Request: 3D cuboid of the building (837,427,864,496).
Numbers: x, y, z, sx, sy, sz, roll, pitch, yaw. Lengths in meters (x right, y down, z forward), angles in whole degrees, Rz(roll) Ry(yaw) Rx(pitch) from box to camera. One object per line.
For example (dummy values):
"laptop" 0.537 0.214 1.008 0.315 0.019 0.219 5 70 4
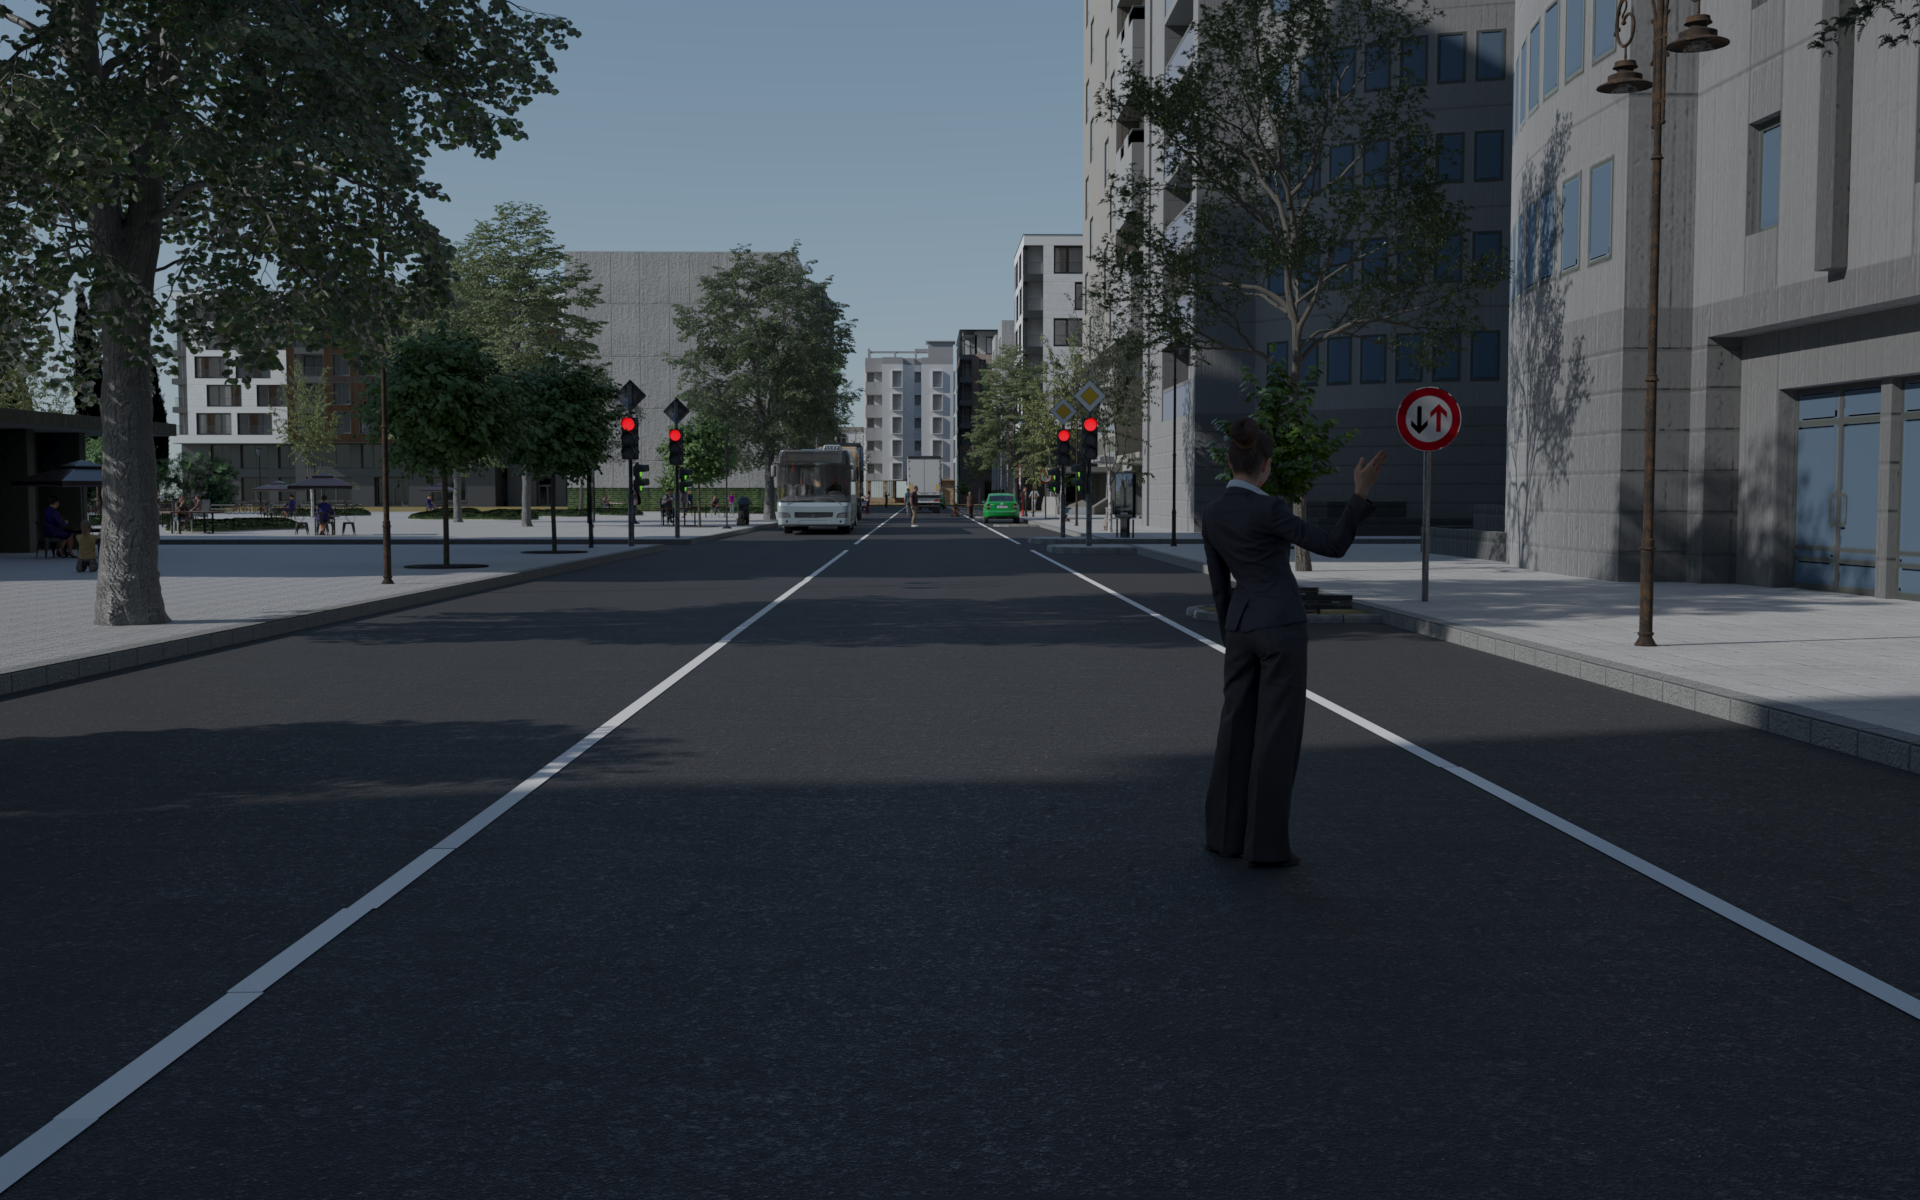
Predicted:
"building" -26.035 -16.792 216.702 28.070 9.664 9.099 0 4 -1

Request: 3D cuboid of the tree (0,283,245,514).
"tree" -57.892 -13.073 115.558 18.604 14.587 13.155 1 4 13

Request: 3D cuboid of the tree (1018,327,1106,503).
"tree" 4.512 -7.738 76.884 4.737 8.622 4.395 0 3 0

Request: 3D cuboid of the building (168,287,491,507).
"building" -63.121 -20.843 184.762 32.646 21.610 27.936 0 4 -1

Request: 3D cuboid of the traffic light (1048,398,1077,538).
"traffic light" 3.002 -3.781 50.738 0.839 4.253 0.868 0 4 -1

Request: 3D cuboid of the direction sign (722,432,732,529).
"direction sign" -8.639 -4.410 64.100 0.379 3.537 0.876 0 4 -1

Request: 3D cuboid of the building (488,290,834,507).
"building" -30.052 -20.853 184.923 32.646 21.610 27.936 0 4 -1

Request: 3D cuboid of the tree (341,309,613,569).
"tree" -9.084 -2.845 30.233 4.285 4.588 4.351 0 3 0

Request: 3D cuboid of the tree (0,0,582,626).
"tree" -8.343 -6.735 16.767 9.857 13.997 8.962 0 3 0

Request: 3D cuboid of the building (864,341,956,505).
"building" -6.378 -22.224 219.785 11.380 20.091 16.016 0 4 -1

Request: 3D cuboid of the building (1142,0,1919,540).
"building" 21.712 -31.733 60.832 28.212 58.520 21.231 0 4 -1

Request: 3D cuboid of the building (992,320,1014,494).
"building" 12.417 -19.471 184.809 16.747 18.905 31.486 0 4 -1

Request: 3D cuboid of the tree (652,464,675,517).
"tree" -16.195 -6.287 97.387 1.663 3.219 1.824 0 3 0

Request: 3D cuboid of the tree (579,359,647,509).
"tree" -26.208 -11.336 119.759 8.767 10.594 7.601 -2 4 -34

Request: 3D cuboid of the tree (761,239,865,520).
"tree" -9.598 -10.966 85.949 9.857 13.997 8.962 0 3 0

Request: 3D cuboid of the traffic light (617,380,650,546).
"traffic light" -8.067 -3.277 42.500 0.839 4.253 0.868 0 4 -1

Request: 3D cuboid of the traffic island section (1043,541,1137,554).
"traffic island section" 3.212 -1.259 42.869 2.009 0.180 2.903 0 4 -1

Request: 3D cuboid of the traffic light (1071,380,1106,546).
"traffic light" 3.172 -3.293 42.754 0.839 4.253 0.868 0 4 -1

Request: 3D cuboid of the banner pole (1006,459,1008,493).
"banner pole" 3.334 -8.123 122.822 0.401 3.779 0.863 -1 4 -9

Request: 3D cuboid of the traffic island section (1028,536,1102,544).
"traffic island section" 3.042 -1.747 50.852 2.009 0.180 2.903 0 4 -1

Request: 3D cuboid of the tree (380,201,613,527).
"tree" -17.512 -9.160 67.893 7.486 12.596 7.792 0 3 0

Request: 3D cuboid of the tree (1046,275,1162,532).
"tree" 4.987 -6.567 57.725 4.360 8.622 3.978 0 3 0

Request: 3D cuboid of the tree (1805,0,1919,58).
"tree" 6.411 -4.463 7.376 7.601 10.594 8.767 2 4 24

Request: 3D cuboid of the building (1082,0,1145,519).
"building" 20.839 -30.494 87.815 28.713 52.752 27.495 0 4 -1

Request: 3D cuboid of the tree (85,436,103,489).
"tree" -41.528 -6.179 84.739 4.285 4.588 4.351 0 3 0

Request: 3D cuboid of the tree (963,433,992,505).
"tree" 2.268 -15.479 203.451 4.737 8.622 4.395 0 3 0

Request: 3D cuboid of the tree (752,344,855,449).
"tree" -10.665 -11.766 118.123 9.928 11.665 9.643 0 3 0

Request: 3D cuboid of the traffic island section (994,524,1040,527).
"traffic island section" 2.489 -3.292 76.683 1.991 0.108 1.994 0 4 -1

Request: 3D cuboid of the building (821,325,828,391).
"building" -20.448 -18.819 164.117 16.016 20.091 11.380 0 4 -1

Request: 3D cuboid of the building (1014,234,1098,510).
"building" 18.563 -18.891 152.842 27.936 21.610 32.646 0 4 -1

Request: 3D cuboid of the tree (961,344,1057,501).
"tree" 3.933 -13.039 131.321 7.486 12.596 7.792 0 3 0

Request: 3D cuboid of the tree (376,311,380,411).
"tree" -22.933 -9.768 77.836 7.486 12.596 7.792 0 3 0

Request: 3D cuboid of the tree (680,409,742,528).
"tree" -10.092 -5.088 66.909 4.285 4.588 4.351 0 3 0

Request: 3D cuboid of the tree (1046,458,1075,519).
"tree" 4.955 -5.881 90.753 1.663 3.219 1.824 0 3 0

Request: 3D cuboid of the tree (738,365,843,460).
"tree" -10.509 -10.653 108.590 8.767 10.594 7.601 3 5 42

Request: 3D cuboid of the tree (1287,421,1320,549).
"tree" 7.833 -2.825 40.784 1.663 3.219 1.824 0 3 0

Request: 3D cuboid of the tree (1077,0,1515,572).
"tree" 5.381 -5.759 28.573 7.601 10.594 8.767 1 4 10

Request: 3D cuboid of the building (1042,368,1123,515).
"building" 22.006 -25.813 113.923 32.217 40.220 23.993 0 4 -1

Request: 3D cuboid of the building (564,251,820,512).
"building" -20.701 -16.867 142.233 16.747 18.905 31.486 0 4 -1

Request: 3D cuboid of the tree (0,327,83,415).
"tree" -41.373 -7.738 76.874 4.737 8.622 4.395 0 3 0

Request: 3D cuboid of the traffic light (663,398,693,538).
"traffic light" -8.236 -3.765 50.484 0.839 4.253 0.868 0 4 -1

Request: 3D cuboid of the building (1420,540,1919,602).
"building" 20.024 -29.582 25.657 21.231 58.520 28.212 0 4 -1

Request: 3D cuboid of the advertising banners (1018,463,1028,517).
"advertising banners" 3.553 -6.206 97.661 0.090 3.025 2.074 -1 4 -11

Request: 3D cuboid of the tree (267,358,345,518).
"tree" -35.096 -8.752 93.457 4.737 8.622 4.395 0 3 0

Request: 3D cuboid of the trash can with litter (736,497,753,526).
"trash can with litter" -8.817 -3.628 70.704 0.624 1.170 1.055 0 4 1

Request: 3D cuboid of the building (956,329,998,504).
"building" 16.022 -23.343 225.624 32.646 21.610 27.936 0 4 -1

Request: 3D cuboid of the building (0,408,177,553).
"building" -33.480 -22.986 30.444 28.867 44.769 22.147 0 4 -1

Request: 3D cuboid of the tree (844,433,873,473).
"tree" -12.377 -15.441 202.819 4.737 8.622 4.395 0 3 0

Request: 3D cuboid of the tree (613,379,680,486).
"tree" -8.780 -3.303 37.721 4.285 4.588 4.351 0 3 0
